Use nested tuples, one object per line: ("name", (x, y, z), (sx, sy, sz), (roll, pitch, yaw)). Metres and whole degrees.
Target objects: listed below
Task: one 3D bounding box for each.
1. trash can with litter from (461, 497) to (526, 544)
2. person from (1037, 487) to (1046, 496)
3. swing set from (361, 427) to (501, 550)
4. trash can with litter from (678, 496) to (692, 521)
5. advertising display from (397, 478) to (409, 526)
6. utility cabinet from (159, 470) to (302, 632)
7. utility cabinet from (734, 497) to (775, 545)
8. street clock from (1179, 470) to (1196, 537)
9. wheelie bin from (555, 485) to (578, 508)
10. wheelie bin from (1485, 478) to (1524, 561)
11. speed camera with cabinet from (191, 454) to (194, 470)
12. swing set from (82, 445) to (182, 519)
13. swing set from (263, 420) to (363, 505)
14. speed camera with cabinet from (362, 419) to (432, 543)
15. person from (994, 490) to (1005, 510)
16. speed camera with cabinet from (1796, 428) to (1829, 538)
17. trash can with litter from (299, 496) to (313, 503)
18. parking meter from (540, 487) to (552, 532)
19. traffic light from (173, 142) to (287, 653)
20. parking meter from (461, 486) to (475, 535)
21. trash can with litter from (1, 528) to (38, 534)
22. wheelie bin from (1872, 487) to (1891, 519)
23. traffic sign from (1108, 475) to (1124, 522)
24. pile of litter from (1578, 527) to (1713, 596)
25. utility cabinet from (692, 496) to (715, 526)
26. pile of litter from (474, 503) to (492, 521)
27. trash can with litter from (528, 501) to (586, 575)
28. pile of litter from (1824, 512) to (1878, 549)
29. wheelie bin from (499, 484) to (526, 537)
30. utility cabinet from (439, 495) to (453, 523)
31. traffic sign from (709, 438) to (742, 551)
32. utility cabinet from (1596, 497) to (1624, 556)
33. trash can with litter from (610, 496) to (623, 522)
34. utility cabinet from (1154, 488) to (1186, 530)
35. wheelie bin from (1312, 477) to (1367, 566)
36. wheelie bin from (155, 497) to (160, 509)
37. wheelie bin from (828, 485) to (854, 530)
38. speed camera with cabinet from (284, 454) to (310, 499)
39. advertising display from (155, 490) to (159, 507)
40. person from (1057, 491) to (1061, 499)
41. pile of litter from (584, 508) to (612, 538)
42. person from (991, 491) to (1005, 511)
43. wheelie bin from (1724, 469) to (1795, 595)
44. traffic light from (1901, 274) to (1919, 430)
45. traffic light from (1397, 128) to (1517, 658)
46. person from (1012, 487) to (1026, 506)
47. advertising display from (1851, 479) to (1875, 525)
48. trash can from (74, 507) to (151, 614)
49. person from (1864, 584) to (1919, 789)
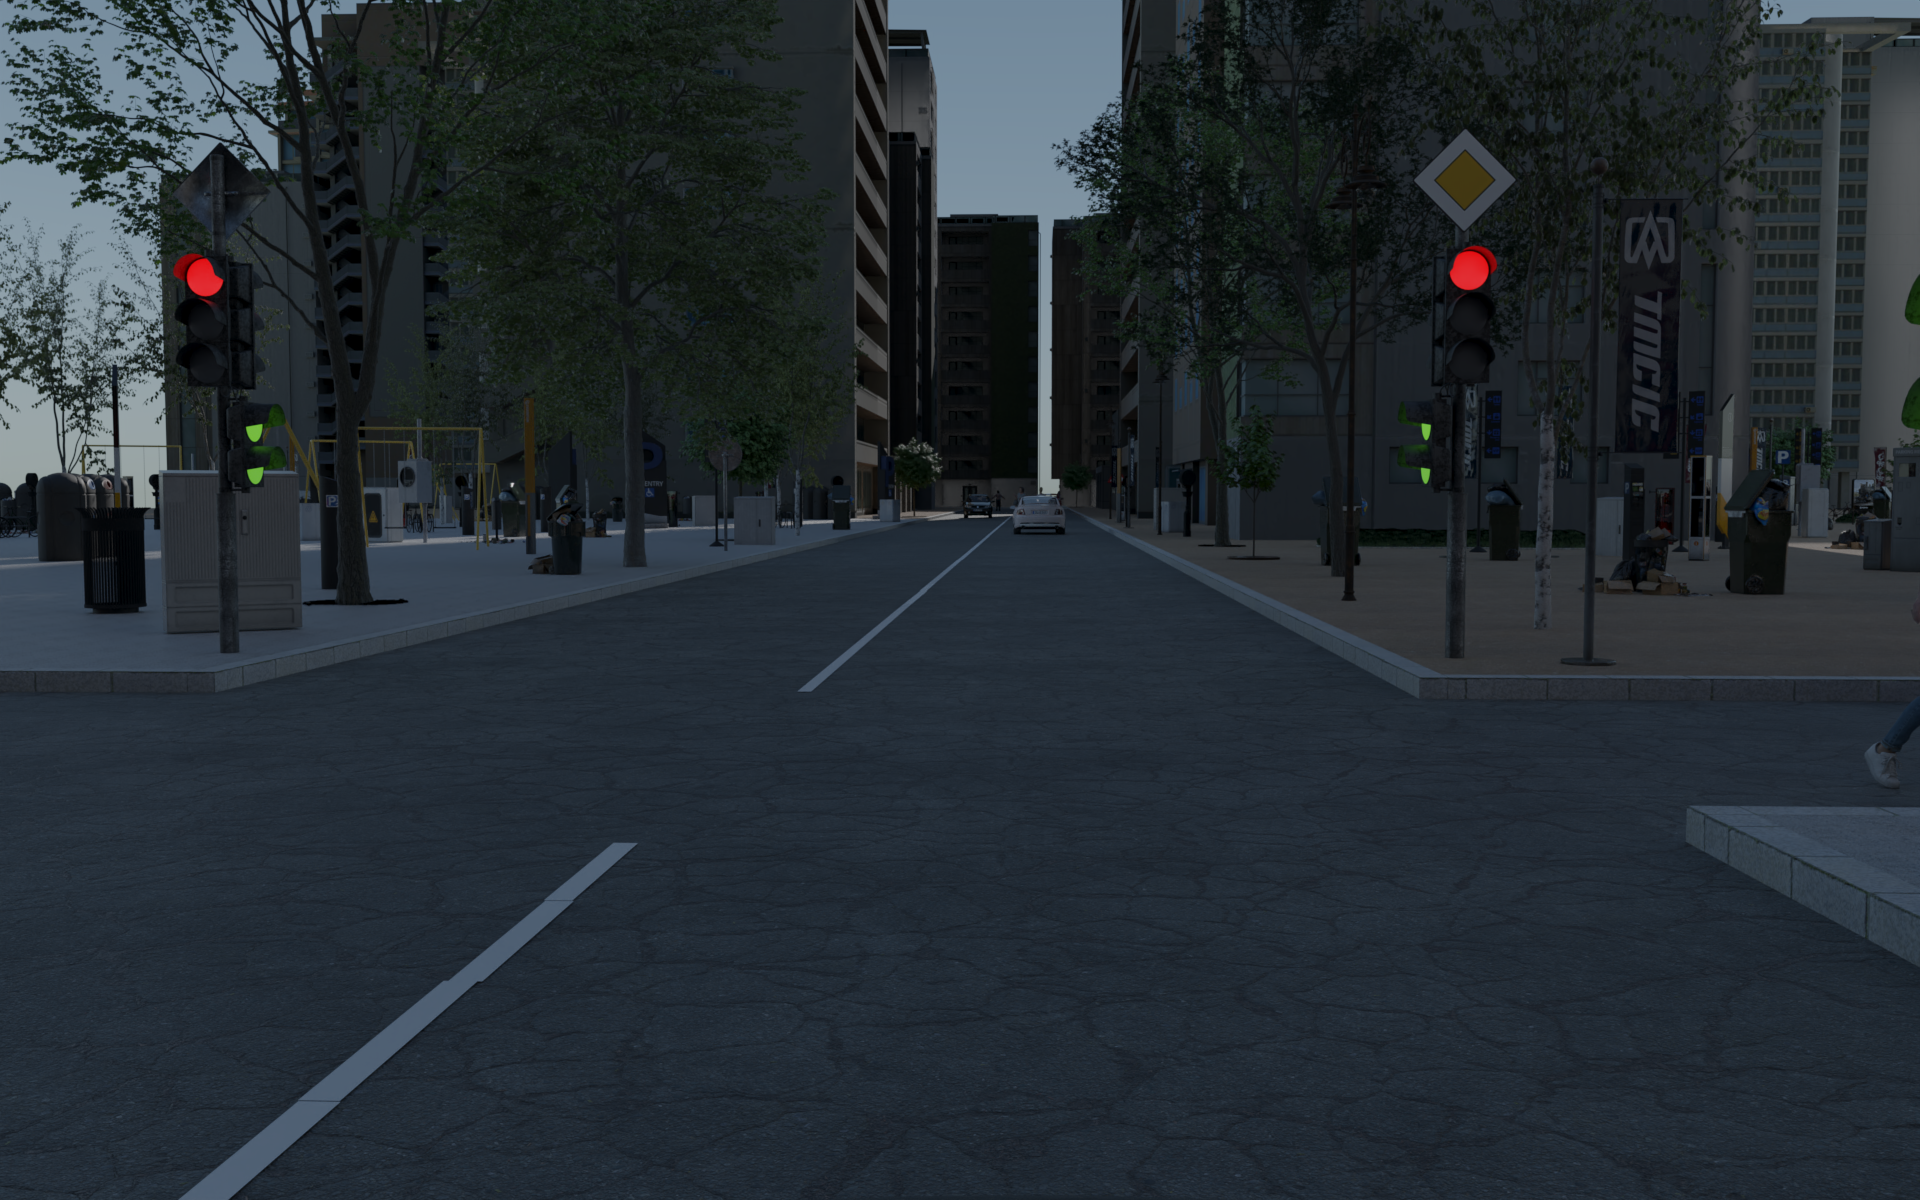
("trash can with litter", (-12.247, -2.097, 45.338), (1.678, 1.210, 2.233), (-1, 4, -14))
("person", (3.690, -4.030, 75.056), (0.731, 1.740, 0.598), (-3, 5, -40))
("swing set", (-12.557, -2.633, 40.672), (3.119, 2.851, 2.862), (-1, 4, -10))
("trash can with litter", (-12.704, -4.352, 82.218), (2.233, 1.210, 1.678), (2, 4, 30))
("advertising display", (-22.287, -3.919, 69.287), (0.123, 1.923, 0.974), (0, 4, 2))
("utility cabinet", (-6.800, -0.458, 16.172), (1.173, 1.500, 0.318), (-2, 4, -31))
("utility cabinet", (-5.197, -1.997, 43.812), (1.020, 1.237, 0.306), (1, 4, 16))
("street clock", (6.822, -2.899, 51.970), (0.471, 2.002, 0.358), (-1, 4, -14))
("wheelie bin", (-13.619, -3.187, 60.020), (0.693, 1.594, 0.980), (-2, 4, -28))
("wheelie bin", (10.509, -1.562, 33.445), (0.693, 1.594, 0.980), (1, 4, 21))
("speed camera with cabinet", (-36.970, -5.562, 85.282), (2.038, 3.252, 0.660), (-1, 4, -12))
("swing set", (-26.566, -3.533, 55.378), (3.119, 2.851, 2.862), (-2, 4, -23))
("swing set", (-13.339, -2.220, 33.910), (2.862, 2.851, 3.119), (-1, 4, -21))
("speed camera with cabinet", (-14.902, -3.144, 45.739), (2.038, 3.252, 0.660), (2, 4, 28))
("person", (3.243, -8.405, 146.650), (1.217, 1.736, 0.721), (-1, 4, -9))
("speed camera with cabinet", (25.404, -3.502, 51.601), (0.660, 3.252, 2.038), (1, 4, 17))
("trash can with litter", (-26.285, -3.511, 68.467), (2.233, 1.210, 1.678), (-3, 5, -43))
("parking meter", (-13.916, -3.047, 58.227), (0.372, 1.533, 0.369), (0, 3, 0))
("traffic light", (-5.891, -1.527, 13.889), (0.839, 4.253, 0.868), (0, 4, 3))
("parking meter", (-15.349, -2.790, 54.035), (0.372, 1.533, 0.369), (0, 3, 0))
("trash can with litter", (-30.438, -2.744, 55.928), (2.233, 1.210, 1.678), (0, 4, 7))
("wheelie bin", (36.325, -3.687, 68.195), (0.693, 1.594, 0.980), (3, 5, 42))
("traffic sign", (7.333, -4.942, 80.803), (0.884, 2.594, 0.081), (1, 4, 11))
("pile of litter", (8.826, -0.514, 22.365), (1.176, 0.858, 1.719), (-1, 4, -22))
("utility cabinet", (-10.237, -3.573, 69.572), (1.020, 1.237, 0.306), (-2, 4, -34))
("pile of litter", (-22.272, -4.111, 81.182), (1.719, 0.858, 1.176), (2, 4, 30))
("trash can with litter", (-6.485, -0.996, 27.669), (1.055, 1.170, 0.624), (2, 4, 33))
("pile of litter", (21.142, -1.613, 40.335), (1.719, 0.858, 1.176), (3, 5, 40))
("wheelie bin", (-13.403, -2.694, 51.953), (0.693, 1.594, 0.980), (1, 4, 12))
("utility cabinet", (-22.639, -3.985, 76.312), (0.306, 1.237, 1.020), (-2, 4, -32))
("traffic sign", (-5.278, -2.377, 38.964), (0.768, 2.556, 0.104), (0, 4, 6))
("utility cabinet", (13.642, -1.513, 35.897), (0.306, 1.237, 1.020), (-1, 4, -21))
("trash can with litter", (-15.900, -4.197, 80.013), (0.624, 1.170, 1.055), (-1, 4, -17))
("utility cabinet", (7.434, -3.206, 61.099), (1.173, 1.500, 0.318), (-1, 4, -12))
("wheelie bin", (6.791, -1.420, 31.126), (0.980, 1.594, 0.693), (0, 4, -3))
("wheelie bin", (-31.764, -3.767, 69.495), (0.693, 1.594, 0.980), (1, 4, 9))
("wheelie bin", (-4.270, -3.322, 62.229), (0.980, 1.594, 0.693), (0, 4, 3))
("speed camera with cabinet", (-32.946, -5.597, 85.845), (2.038, 3.252, 0.660), (3, 5, 43))
("advertising display", (-35.379, -4.407, 77.261), (0.974, 1.923, 0.123), (-2, 4, -29))
("person", (9.213, -9.306, 161.329), (0.621, 1.740, 0.551), (-1, 4, -9))
("pile of litter", (-10.949, -2.296, 51.512), (1.176, 0.858, 1.719), (0, 4, -8))
("person", (3.163, -8.314, 145.142), (1.217, 1.736, 0.721), (-1, 4, -12))
("wheelie bin", (10.296, -0.881, 22.318), (0.693, 1.594, 0.980), (0, 4, 1))
("traffic light", (3.504, -1.014, 5.493), (0.839, 4.253, 0.868), (0, 4, 3))
("traffic light", (3.861, -1.501, 13.470), (0.839, 4.253, 0.868), (0, 4, 3))
("person", (2.789, -4.511, 82.615), (0.716, 1.782, 0.532), (3, 5, 40))
("advertising display", (37.979, -4.137, 72.850), (0.974, 1.923, 0.123), (0, 4, -7))
("trash can", (-9.147, -0.433, 18.734), (0.748, 1.137, 0.748), (0, 3, 0))
("person", (4.716, 0.050, 8.363), (0.598, 1.740, 0.731), (3, 5, 39))
